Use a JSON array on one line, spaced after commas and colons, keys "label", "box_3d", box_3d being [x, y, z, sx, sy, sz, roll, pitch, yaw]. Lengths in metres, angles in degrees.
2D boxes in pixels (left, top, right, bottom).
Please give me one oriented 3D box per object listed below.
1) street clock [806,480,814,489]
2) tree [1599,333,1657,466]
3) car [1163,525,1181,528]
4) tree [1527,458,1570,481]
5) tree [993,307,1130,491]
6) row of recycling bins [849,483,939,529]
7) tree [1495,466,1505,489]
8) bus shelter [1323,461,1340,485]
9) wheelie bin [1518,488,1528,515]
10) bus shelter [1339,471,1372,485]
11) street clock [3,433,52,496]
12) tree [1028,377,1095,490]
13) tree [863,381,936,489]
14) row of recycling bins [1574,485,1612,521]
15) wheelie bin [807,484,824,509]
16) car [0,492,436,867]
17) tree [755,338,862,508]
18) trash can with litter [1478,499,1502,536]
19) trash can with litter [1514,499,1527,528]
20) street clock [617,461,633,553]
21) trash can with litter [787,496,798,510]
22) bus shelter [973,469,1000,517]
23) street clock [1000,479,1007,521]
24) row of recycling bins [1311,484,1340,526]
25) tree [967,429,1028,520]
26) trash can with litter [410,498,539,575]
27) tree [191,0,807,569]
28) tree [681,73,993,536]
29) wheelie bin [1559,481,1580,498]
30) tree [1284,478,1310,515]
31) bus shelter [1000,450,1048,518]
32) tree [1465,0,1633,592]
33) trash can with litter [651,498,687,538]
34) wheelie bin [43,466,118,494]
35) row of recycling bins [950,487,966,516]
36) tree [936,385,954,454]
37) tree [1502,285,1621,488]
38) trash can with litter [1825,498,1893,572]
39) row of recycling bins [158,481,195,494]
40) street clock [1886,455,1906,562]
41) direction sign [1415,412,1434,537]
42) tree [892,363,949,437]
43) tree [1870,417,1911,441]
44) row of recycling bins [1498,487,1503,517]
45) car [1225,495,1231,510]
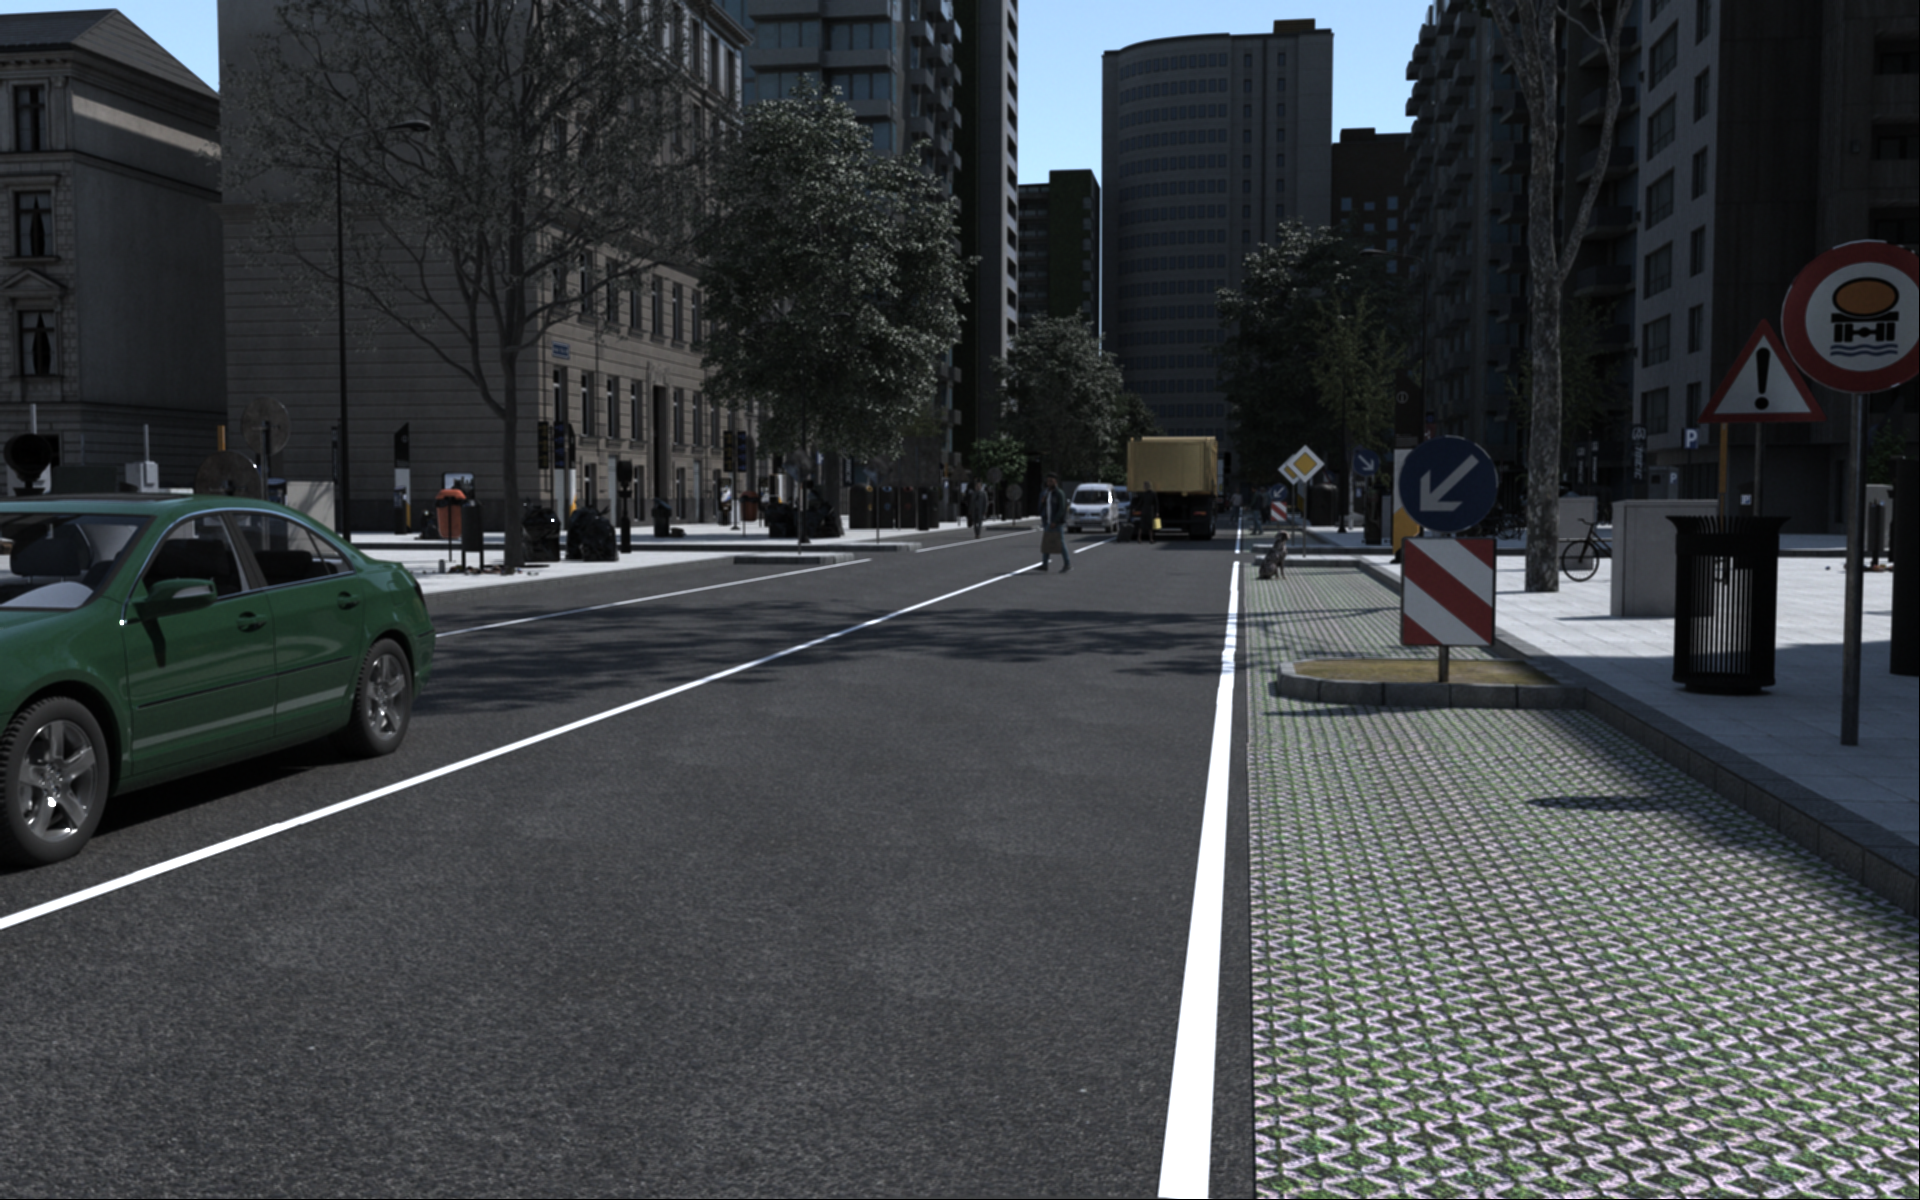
[{"label": "street clock", "box_3d": [-7.483, -5.004, 86.382, 0.358, 2.002, 0.471, 1, 4, 16]}, {"label": "tree", "box_3d": [30.822, -7.755, 77.163, 4.360, 8.622, 3.978, 0, 3, 0]}, {"label": "car", "box_3d": [8.051, -3.254, 65.572, 2.083, 1.381, 4.827, 0, 4, 7]}, {"label": "tree", "box_3d": [25.431, -4.924, 75.110, 1.663, 3.219, 1.824, 0, 3, 0]}, {"label": "tree", "box_3d": [6.603, -12.891, 117.416, 9.857, 13.997, 8.962, 0, 3, 0]}, {"label": "row of recycling bins", "box_3d": [-2.463, -3.500, 64.338, 3.534, 1.692, 1.069, -2, 4, -27]}, {"label": "tree", "box_3d": [30.067, -6.312, 97.805, 1.663, 3.219, 1.824, 0, 3, 0]}, {"label": "bus shelter", "box_3d": [23.453, -7.028, 108.829, 2.014, 3.302, 5.546, 1, 4, 9]}, {"label": "wheelie bin", "box_3d": [29.617, -5.071, 90.813, 0.693, 1.594, 0.980, 1, 4, 20]}, {"label": "bus shelter", "box_3d": [20.059, -5.945, 88.484, 1.731, 3.624, 6.357, 1, 4, 9]}, {"label": "street clock", "box_3d": [-11.161, -0.992, 20.785, 0.358, 2.002, 0.471, 3, 5, 43]}, {"label": "tree", "box_3d": [6.333, -9.761, 109.948, 4.360, 8.622, 3.978, 0, 3, 0]}, {"label": "tree", "box_3d": [-4.263, -8.191, 84.278, 4.360, 8.622, 3.978, 0, 3, 0]}, {"label": "row of recycling bins", "box_3d": [29.805, -4.575, 81.921, 3.534, 1.692, 1.069, -3, 5, -43]}, {"label": "wheelie bin", "box_3d": [-4.589, -2.978, 56.603, 0.693, 1.594, 0.980, 3, 4, 36]}, {"label": "car", "box_3d": [-4.202, 0.217, 8.257, 2.131, 1.459, 4.920, 0, 4, 7]}, {"label": "tree", "box_3d": [-7.253, -7.748, 77.045, 4.360, 8.622, 3.978, 0, 3, 0]}, {"label": "trash can with litter", "box_3d": [16.368, -2.584, 53.641, 0.624, 1.170, 1.055, 2, 4, 31]}, {"label": "trash can with litter", "box_3d": [21.294, -3.288, 65.141, 1.055, 1.170, 0.624, -2, 4, -31]}, {"label": "street clock", "box_3d": [-7.258, -2.017, 37.551, 0.358, 2.002, 0.471, -2, 4, -27]}, {"label": "trash can with litter", "box_3d": [-8.420, -4.604, 86.663, 0.624, 1.170, 1.055, -1, 4, -12]}, {"label": "bus shelter", "box_3d": [2.080, -6.738, 101.441, 1.731, 3.624, 6.357, 1, 4, 9]}, {"label": "street clock", "box_3d": [2.088, -4.778, 82.692, 0.358, 2.002, 0.471, 1, 4, 17]}, {"label": "row of recycling bins", "box_3d": [14.971, -3.858, 70.197, 1.069, 1.692, 3.534, 1, 4, 22]}, {"label": "tree", "box_3d": [1.972, -6.336, 87.304, 4.285, 4.588, 4.351, 0, 3, 0]}, {"label": "trash can with litter", "box_3d": [-7.704, -1.027, 27.851, 2.233, 1.210, 1.678, 3, 5, 40]}, {"label": "tree", "box_3d": [-7.930, -7.304, 29.792, 12.009, 13.543, 11.850, 0, 3, 0]}, {"label": "tree", "box_3d": [-3.932, -8.957, 53.107, 9.857, 13.997, 8.962, 0, 3, 0]}, {"label": "wheelie bin", "box_3d": [14.323, -2.052, 41.452, 0.980, 1.594, 0.693, 1, 4, 22]}, {"label": "tree", "box_3d": [20.661, -6.848, 106.568, 1.663, 3.219, 1.824, 0, 3, 0]}, {"label": "bus shelter", "box_3d": [3.625, -6.356, 95.199, 1.731, 3.624, 6.357, 1, 4, 9]}, {"label": "tree", "box_3d": [6.316, -10.135, 21.594, 12.611, 20.169, 13.585, 0, 3, 0]}, {"label": "trash can with litter", "box_3d": [-8.566, -2.428, 51.086, 1.055, 1.170, 0.624, 1, 4, 20]}, {"label": "wheelie bin", "box_3d": [-9.817, -0.704, 19.413, 0.980, 1.594, 0.693, -1, 4, -18]}, {"label": "row of recycling bins", "box_3d": [0.074, -5.752, 101.159, 1.069, 1.692, 3.534, 1, 4, 11]}, {"label": "tree", "box_3d": [-2.498, -9.697, 108.907, 4.360, 8.622, 3.978, 0, 3, 0]}, {"label": "tree", "box_3d": [21.496, -6.807, 61.650, 4.737, 8.622, 4.395, 0, 3, 0]}, {"label": "trash can with litter", "box_3d": [15.483, -1.103, 29.090, 1.678, 1.210, 2.233, 2, 4, 24]}, {"label": "row of recycling bins", "box_3d": [-24.288, -2.996, 56.101, 1.069, 1.692, 3.534, 3, 5, 41]}, {"label": "street clock", "box_3d": [17.577, -1.709, 32.515, 0.358, 2.002, 0.471, 3, 4, 38]}, {"label": "direction sign", "box_3d": [12.560, -3.403, 47.629, 0.876, 3.537, 0.379, 1, 4, 10]}, {"label": "tree", "box_3d": [-2.714, -8.725, 93.016, 4.737, 8.622, 4.395, 0, 3, 0]}, {"label": "tree", "box_3d": [23.448, -2.997, 43.608, 1.663, 3.219, 1.824, 0, 3, 0]}, {"label": "row of recycling bins", "box_3d": [26.996, -5.152, 91.349, 3.534, 1.692, 1.069, -1, 4, -15]}, {"label": "car", "box_3d": [22.841, -8.788, 152.729, 2.155, 1.783, 4.494, 0, 4, 7]}]
